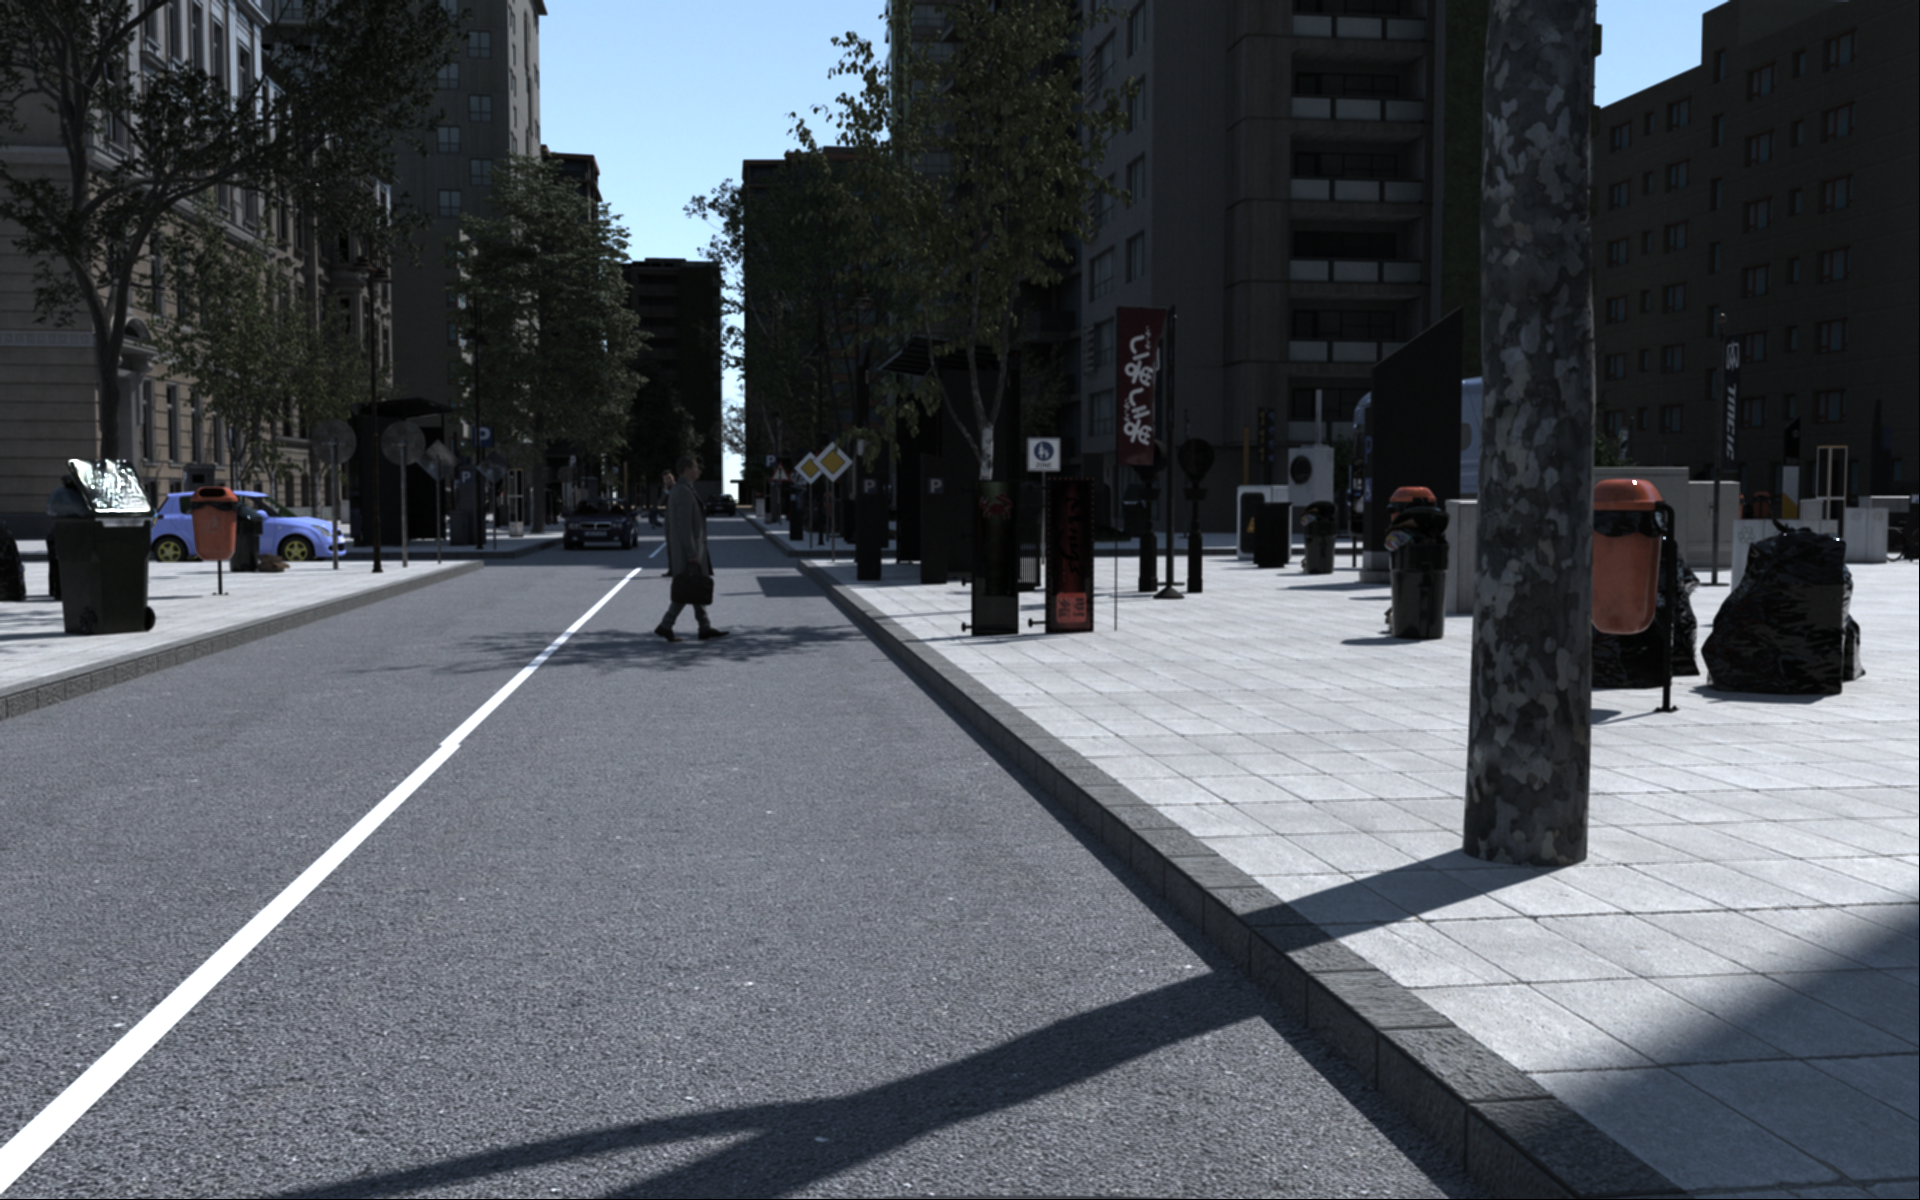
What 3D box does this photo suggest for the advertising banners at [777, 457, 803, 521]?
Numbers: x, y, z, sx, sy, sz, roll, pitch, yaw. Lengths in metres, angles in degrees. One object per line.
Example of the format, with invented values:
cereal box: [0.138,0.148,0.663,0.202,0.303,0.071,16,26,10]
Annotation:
advertising banners: [-8.202,-5.335,83.419,0.090,3.025,2.074,2,4,32]

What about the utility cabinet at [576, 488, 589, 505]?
utility cabinet: [-14.768,-3.614,67.761,0.318,1.500,1.173,-1,4,-22]

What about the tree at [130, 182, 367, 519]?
tree: [-16.965,-5.507,40.400,4.737,8.622,4.395,0,3,0]

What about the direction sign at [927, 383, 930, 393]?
direction sign: [-0.462,-2.535,33.438,0.379,3.537,0.876,-2,4,-23]

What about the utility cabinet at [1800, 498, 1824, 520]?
utility cabinet: [12.317,-0.853,25.105,0.306,1.237,1.020,2,4,25]

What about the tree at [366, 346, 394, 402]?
tree: [-22.605,-6.794,61.438,4.737,8.622,4.395,0,3,0]

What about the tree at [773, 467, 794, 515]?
tree: [-11.336,-6.939,108.050,1.663,3.219,1.824,0,3,0]

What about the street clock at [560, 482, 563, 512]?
street clock: [-24.198,-6.170,105.455,0.358,2.002,0.471,-1,4,-12]

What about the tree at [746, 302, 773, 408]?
tree: [-5.741,-6.863,62.573,4.737,8.622,4.395,0,3,0]

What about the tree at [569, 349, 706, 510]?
tree: [-25.496,-13.449,136.903,9.611,12.733,9.660,0,3,0]

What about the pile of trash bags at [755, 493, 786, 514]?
pile of trash bags: [-12.341,-6.216,111.380,1.912,1.369,3.447,1,4,16]

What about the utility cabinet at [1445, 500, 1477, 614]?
utility cabinet: [5.773,-0.464,18.749,1.020,1.237,0.306,-1,4,-16]

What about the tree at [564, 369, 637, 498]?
tree: [-19.765,-8.925,96.280,4.737,8.622,4.395,0,3,0]

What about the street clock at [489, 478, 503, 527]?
street clock: [-17.855,-3.799,66.689,0.358,2.002,0.471,3,5,45]

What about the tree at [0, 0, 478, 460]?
tree: [-8.721,-5.119,18.115,8.767,10.594,7.601,1,4,18]

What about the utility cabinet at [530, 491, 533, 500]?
utility cabinet: [-27.912,-6.314,111.907,1.173,1.500,0.318,-1,4,-19]

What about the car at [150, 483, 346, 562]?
car: [-14.337,-1.546,34.869,3.694,1.707,1.945,-1,4,-9]

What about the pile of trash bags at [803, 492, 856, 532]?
pile of trash bags: [-4.460,-3.043,59.503,1.912,1.369,3.447,0,4,-7]

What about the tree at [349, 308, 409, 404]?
tree: [-23.100,-7.104,66.520,4.360,8.622,3.978,0,3,0]

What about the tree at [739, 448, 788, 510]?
tree: [-13.970,-8.629,124.796,4.285,4.588,4.351,0,3,0]

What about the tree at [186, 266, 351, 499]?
tree: [-22.019,-6.377,54.626,4.360,8.622,3.978,0,3,0]

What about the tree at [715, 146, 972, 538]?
tree: [-3.339,-7.668,51.129,9.928,11.665,9.643,0,3,0]

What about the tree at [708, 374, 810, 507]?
tree: [-19.761,-15.773,168.263,12.009,13.543,11.850,0,3,0]

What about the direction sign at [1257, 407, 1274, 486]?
direction sign: [8.023,-3.272,45.487,0.379,3.537,0.876,3,4,37]

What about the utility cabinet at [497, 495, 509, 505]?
utility cabinet: [-24.970,-5.116,94.812,1.020,1.237,0.306,1,4,13]

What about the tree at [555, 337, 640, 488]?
tree: [-17.506,-8.052,82.018,4.360,8.622,3.978,0,3,0]

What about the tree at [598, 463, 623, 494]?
tree: [-21.669,-6.819,106.091,1.663,3.219,1.824,0,3,0]

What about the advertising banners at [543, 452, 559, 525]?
advertising banners: [-17.241,-4.669,72.530,0.090,3.025,2.074,0,4,8]

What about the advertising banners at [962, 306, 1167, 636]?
advertising banners: [0.988,-1.210,15.965,2.074,3.025,0.090,-1,4,-22]

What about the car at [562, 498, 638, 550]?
car: [-9.482,-2.034,45.842,1.945,1.354,3.894,0,4,-7]

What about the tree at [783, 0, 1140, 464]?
tree: [0.199,-4.200,19.040,4.737,8.622,4.395,0,3,0]

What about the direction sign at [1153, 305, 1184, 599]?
direction sign: [2.571,-1.788,21.232,0.379,3.537,0.876,0,4,3]

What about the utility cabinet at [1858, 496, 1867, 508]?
utility cabinet: [24.675,-2.180,46.804,0.306,1.237,1.020,0,3,0]

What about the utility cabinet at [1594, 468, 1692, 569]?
utility cabinet: [5.511,-0.366,14.667,1.173,1.500,0.318,0,4,-4]

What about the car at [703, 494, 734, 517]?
car: [-15.580,-6.248,111.949,2.009,1.686,4.222,-1,4,-8]

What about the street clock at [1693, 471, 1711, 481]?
street clock: [23.461,-3.073,54.809,0.471,2.002,0.358,0,4,0]

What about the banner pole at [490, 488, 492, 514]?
banner pole: [-29.899,-7.402,111.041,0.401,3.779,0.863,3,5,45]

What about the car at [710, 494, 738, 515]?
car: [-16.217,-6.647,118.471,2.009,1.686,4.222,0,4,-8]

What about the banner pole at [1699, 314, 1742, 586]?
banner pole: [10.579,-2.075,23.943,0.401,3.779,0.863,0,4,0]

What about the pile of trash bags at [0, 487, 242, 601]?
pile of trash bags: [-10.749,-0.719,21.504,3.447,1.369,1.912,-1,4,-14]

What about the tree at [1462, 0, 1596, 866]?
tree: [2.673,-9.235,6.885,12.611,20.169,13.585,0,3,0]

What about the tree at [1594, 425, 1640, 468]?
tree: [17.872,-3.304,48.614,1.663,3.219,1.824,0,3,0]

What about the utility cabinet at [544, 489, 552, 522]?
utility cabinet: [-18.650,-4.229,77.820,0.318,1.500,1.173,0,4,5]

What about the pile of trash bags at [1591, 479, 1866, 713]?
pile of trash bags: [4.828,-0.107,11.495,1.912,1.369,3.447,3,4,36]

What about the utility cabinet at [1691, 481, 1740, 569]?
utility cabinet: [12.561,-1.264,29.345,1.173,1.500,0.318,0,4,-3]

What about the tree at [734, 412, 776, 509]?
tree: [-17.996,-12.318,151.765,4.360,8.622,3.978,0,3,0]

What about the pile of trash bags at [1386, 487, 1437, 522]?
pile of trash bags: [7.065,-0.751,22.038,3.447,1.369,1.912,-1,4,-12]

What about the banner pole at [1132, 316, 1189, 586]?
banner pole: [2.795,-2.107,24.460,0.863,3.779,0.401,3,4,38]

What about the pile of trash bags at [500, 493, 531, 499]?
pile of trash bags: [-26.764,-5.736,103.540,1.912,1.369,3.447,-3,4,-38]

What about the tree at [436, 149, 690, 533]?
tree: [-13.774,-8.535,57.668,7.486,12.596,7.792,0,3,0]

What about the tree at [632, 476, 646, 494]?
tree: [-28.571,-9.905,156.541,1.663,3.219,1.824,0,3,0]

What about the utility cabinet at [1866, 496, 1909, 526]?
utility cabinet: [23.777,-2.021,44.199,1.020,1.237,0.306,1,4,11]

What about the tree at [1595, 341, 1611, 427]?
tree: [22.700,-7.116,66.714,4.360,8.622,3.978,0,3,0]

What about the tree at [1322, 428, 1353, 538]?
tree: [10.963,-3.423,50.571,1.663,3.219,1.824,0,3,0]

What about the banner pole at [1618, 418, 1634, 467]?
banner pole: [21.759,-4.072,56.587,0.863,3.779,0.401,-2,4,-31]
